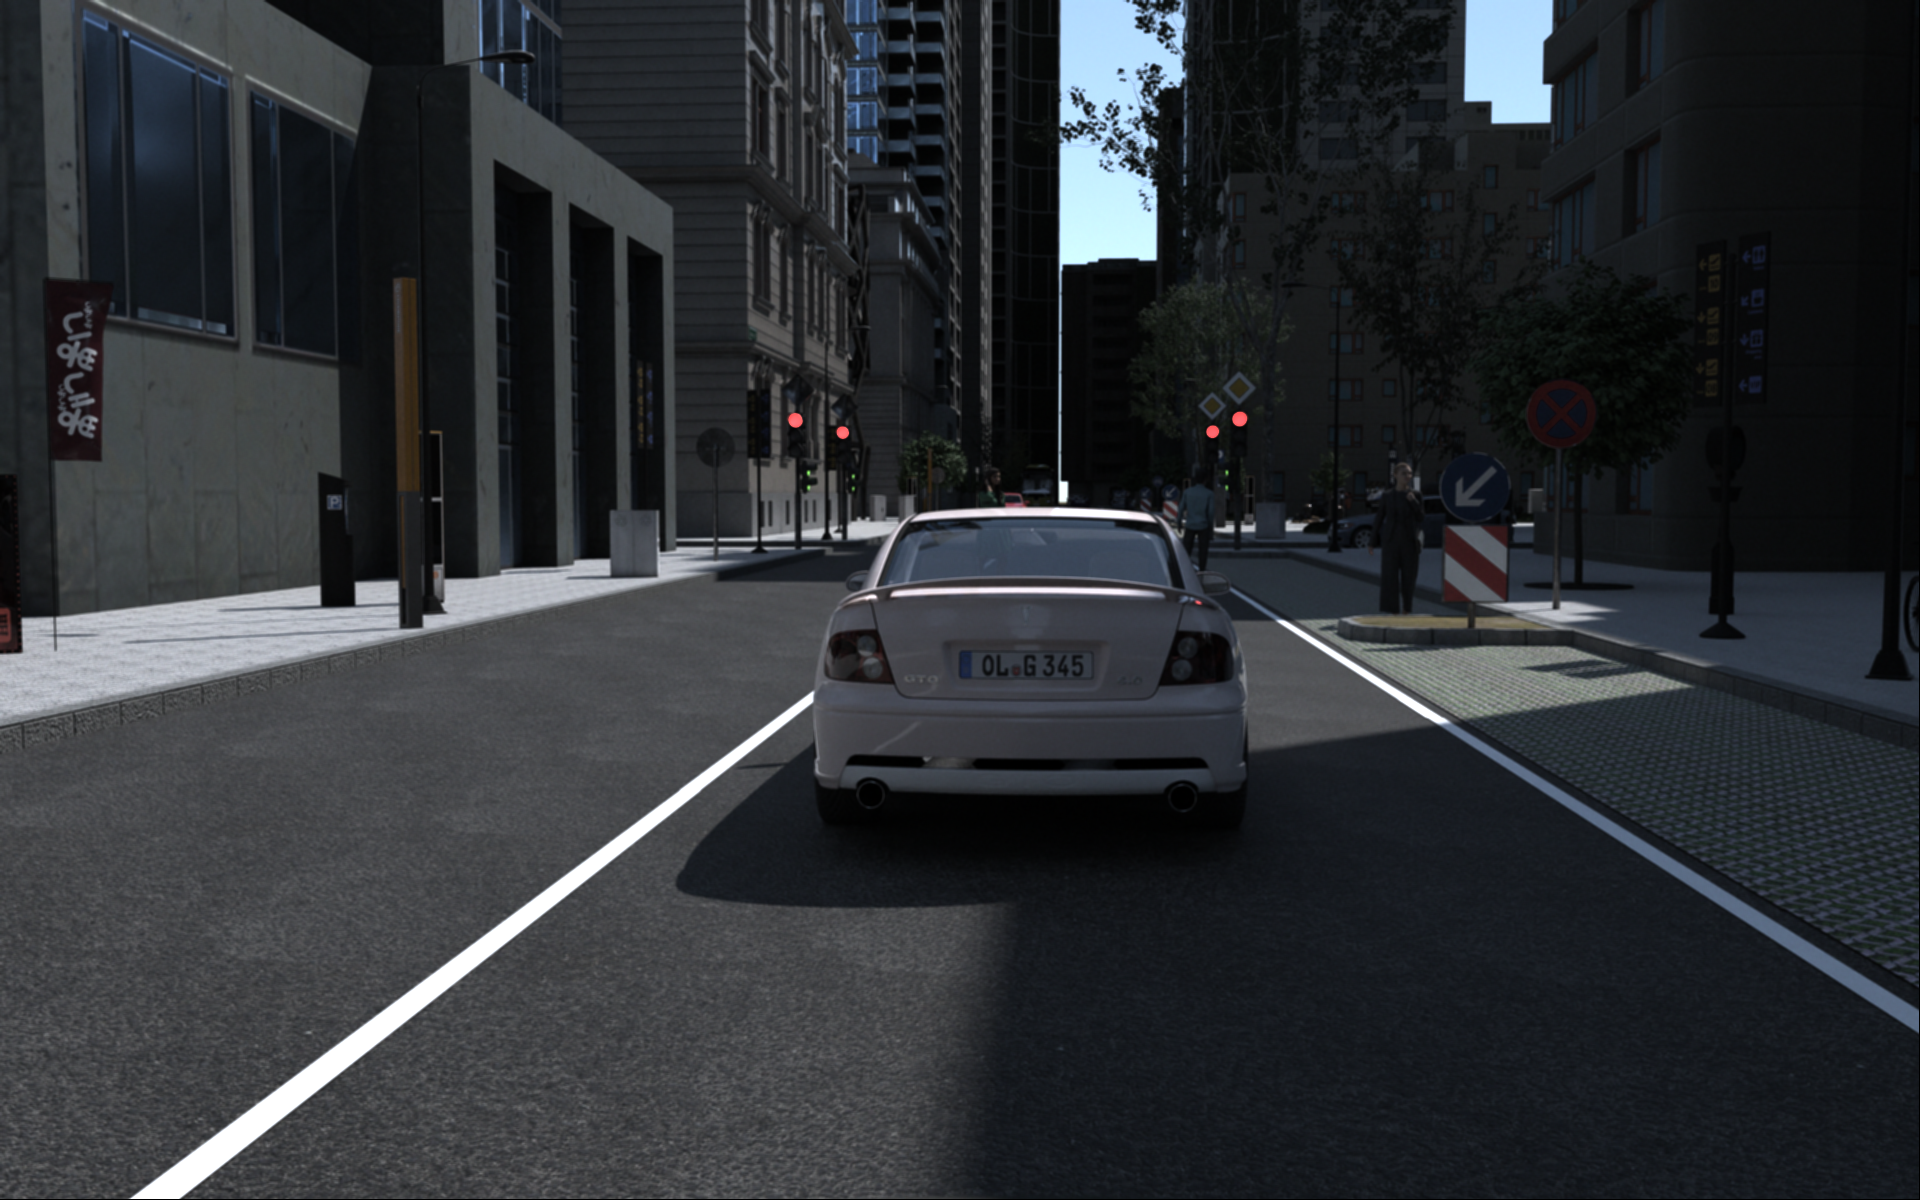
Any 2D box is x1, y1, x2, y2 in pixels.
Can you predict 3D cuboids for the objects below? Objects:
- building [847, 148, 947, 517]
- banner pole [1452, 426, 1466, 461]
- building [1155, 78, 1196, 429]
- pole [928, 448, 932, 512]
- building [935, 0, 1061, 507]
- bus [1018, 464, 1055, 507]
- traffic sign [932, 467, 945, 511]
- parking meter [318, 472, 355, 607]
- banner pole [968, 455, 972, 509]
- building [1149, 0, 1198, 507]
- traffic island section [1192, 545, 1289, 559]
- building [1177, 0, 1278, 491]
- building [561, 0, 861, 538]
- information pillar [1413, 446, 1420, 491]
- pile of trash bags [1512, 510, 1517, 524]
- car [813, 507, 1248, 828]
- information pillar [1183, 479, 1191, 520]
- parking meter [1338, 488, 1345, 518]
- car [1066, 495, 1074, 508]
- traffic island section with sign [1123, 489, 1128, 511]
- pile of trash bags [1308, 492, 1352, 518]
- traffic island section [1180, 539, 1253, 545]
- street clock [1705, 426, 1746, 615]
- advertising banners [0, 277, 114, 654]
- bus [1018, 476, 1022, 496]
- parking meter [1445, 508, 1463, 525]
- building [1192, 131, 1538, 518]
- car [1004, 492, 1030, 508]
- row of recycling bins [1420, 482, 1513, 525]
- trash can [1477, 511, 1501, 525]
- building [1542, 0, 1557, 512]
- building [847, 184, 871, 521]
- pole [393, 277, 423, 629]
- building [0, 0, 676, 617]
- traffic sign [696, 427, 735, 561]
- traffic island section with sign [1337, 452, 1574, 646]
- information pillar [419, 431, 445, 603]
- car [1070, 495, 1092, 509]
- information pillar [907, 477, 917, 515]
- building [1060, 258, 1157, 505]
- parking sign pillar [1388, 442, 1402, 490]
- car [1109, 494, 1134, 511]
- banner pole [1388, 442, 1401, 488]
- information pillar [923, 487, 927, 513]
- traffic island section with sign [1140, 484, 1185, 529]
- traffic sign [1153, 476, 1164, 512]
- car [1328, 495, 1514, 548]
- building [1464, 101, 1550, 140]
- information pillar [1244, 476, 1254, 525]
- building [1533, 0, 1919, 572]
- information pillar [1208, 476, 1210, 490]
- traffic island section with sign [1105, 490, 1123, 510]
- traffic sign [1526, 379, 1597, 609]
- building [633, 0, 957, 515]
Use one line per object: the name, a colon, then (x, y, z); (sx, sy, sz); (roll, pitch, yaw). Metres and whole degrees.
building: (-8.384, -16.287, 108.098); (13.314, 21.916, 24.055); (0, 4, 4)
banner pole: (18.316, -4.500, 63.590); (0.863, 3.779, 0.401); (-2, 4, -33)
building: (28.472, -32.857, 187.319); (14.600, 45.320, 14.200); (0, 4, 4)
pole: (-1.336, -5.074, 76.802); (0.158, 3.312, 0.155); (0, 3, 0)
building: (2.162, -47.661, 217.511); (20.611, 71.187, 20.563); (0, 4, 4)
bus: (6.681, -9.525, 147.285); (2.896, 3.916, 12.252); (0, 4, 4)
traffic sign: (-1.082, -5.004, 81.924); (0.768, 2.556, 0.104); (1, 4, 12)
parking meter: (-7.137, -0.699, 19.833); (0.372, 1.533, 0.369); (0, 3, 0)
banner pole: (0.633, -7.381, 110.699); (0.401, 3.779, 0.863); (-1, 4, -15)
building: (29.930, -52.029, 163.350); (22.319, 86.520, 31.000); (0, 4, 4)
traffic island section: (6.376, -1.064, 39.676); (2.009, 0.180, 2.903); (0, 4, 4)
building: (27.680, -42.807, 138.154); (20.563, 71.187, 20.611); (0, 4, 4)
building: (-11.558, -16.774, 61.649); (14.401, 28.519, 23.554); (0, 4, 4)
information pillar: (22.201, -5.681, 84.236); (0.504, 3.616, 0.183); (-3, 4, -39)
pile of trash bags: (21.925, -3.937, 74.124); (3.447, 1.369, 1.912); (0, 4, -4)
car: (0.385, 0.214, 8.856); (2.083, 1.381, 4.827); (0, 4, 3)
information pillar: (11.196, -4.951, 85.435); (0.304, 2.012, 0.304); (1, 4, 17)
parking meter: (15.968, -3.933, 72.722); (0.372, 1.533, 0.369); (0, 3, 0)
car: (11.715, -9.938, 174.842); (2.083, 1.381, 4.827); (0, 4, 3)
traffic island section with sign: (10.497, -5.542, 99.240); (1.989, 1.847, 2.006); (0, 4, 4)
pile of trash bags: (19.791, -5.032, 92.029); (1.912, 1.369, 3.447); (3, 5, 44)
traffic island section: (6.925, -1.551, 47.642); (2.009, 0.180, 2.903); (0, 4, 4)
street clock: (8.129, -0.848, 18.428); (0.471, 2.002, 0.358); (-3, 5, -41)
advertising banners: (-7.793, -1.074, 13.740); (2.074, 3.025, 0.090); (-3, 4, -38)
bus: (7.417, -10.700, 166.496); (2.896, 3.916, 12.252); (0, 4, 5)
parking meter: (11.499, -2.111, 40.221); (0.399, 1.863, 0.255); (2, 4, 34)
building: (29.273, -16.024, 107.030); (27.650, 21.520, 28.899); (0, 4, 4)
car: (2.234, -4.441, 81.645); (2.155, 1.783, 4.494); (0, 4, 4)
row of recycling bins: (17.470, -3.229, 59.915); (3.534, 1.692, 1.069); (-1, 4, -18)
trash can: (11.253, -1.554, 37.061); (0.748, 1.137, 0.748); (0, 3, 0)
building: (35.552, -26.798, 57.751); (30.456, 49.044, 23.786); (0, 4, 4)
building: (-12.877, -13.150, 82.462); (16.820, 18.784, 16.811); (0, 4, 4)
pole: (-5.252, -1.384, 16.476); (0.158, 3.312, 0.155); (0, 3, 0)
building: (-22.676, -43.669, 26.661); (31.000, 86.520, 22.319); (0, 4, 4)
traffic sign: (-4.669, -2.016, 33.069); (0.768, 2.556, 0.104); (1, 4, 10)
traffic island section with sign: (4.835, -0.526, 17.227); (1.989, 1.847, 2.006); (0, 4, 4)
information pillar: (-6.269, -0.966, 20.287); (0.304, 2.012, 0.304); (2, 4, 25)
car: (10.525, -8.482, 151.255); (1.945, 1.354, 3.894); (0, 4, 6)
information pillar: (-2.111, -4.387, 76.220); (0.304, 2.012, 0.304); (3, 4, 39)
building: (19.447, -27.122, 215.139); (14.107, 30.474, 14.160); (0, 4, 4)
parking sign pillar: (22.792, -6.253, 90.703); (1.447, 3.967, 1.447); (2, 4, 26)
car: (13.004, -7.769, 139.019); (2.014, 1.417, 4.499); (0, 4, 4)
banner pole: (20.875, -5.693, 83.095); (0.401, 3.779, 0.863); (-3, 5, -40)
information pillar: (-1.933, -6.593, 99.155); (0.504, 3.616, 0.183); (3, 5, 40)
traffic island section with sign: (8.618, -3.887, 72.183); (1.989, 1.847, 2.006); (0, 4, 4)
traffic sign: (13.908, -7.432, 121.626); (0.768, 2.556, 0.104); (1, 4, 10)
car: (11.476, -1.913, 43.272); (4.499, 1.417, 2.014); (0, 4, 2)
building: (50.443, -29.703, 177.530); (23.993, 40.220, 32.217); (0, 4, 4)
information pillar: (11.935, -4.095, 71.448); (0.304, 2.012, 0.304); (-1, 4, -12)
building: (25.230, -10.797, 21.565); (27.650, 21.520, 28.899); (0, 4, 4)
information pillar: (10.419, -4.152, 72.385); (0.304, 2.012, 0.304); (2, 4, 34)
traffic island section with sign: (15.790, -10.245, 176.138); (1.989, 1.847, 2.006); (0, 4, 4)
traffic sign: (6.645, -1.169, 19.223); (0.768, 2.556, 0.104); (0, 4, 4)
building: (-11.027, -50.465, 137.778); (22.319, 86.520, 31.000); (0, 4, 4)
